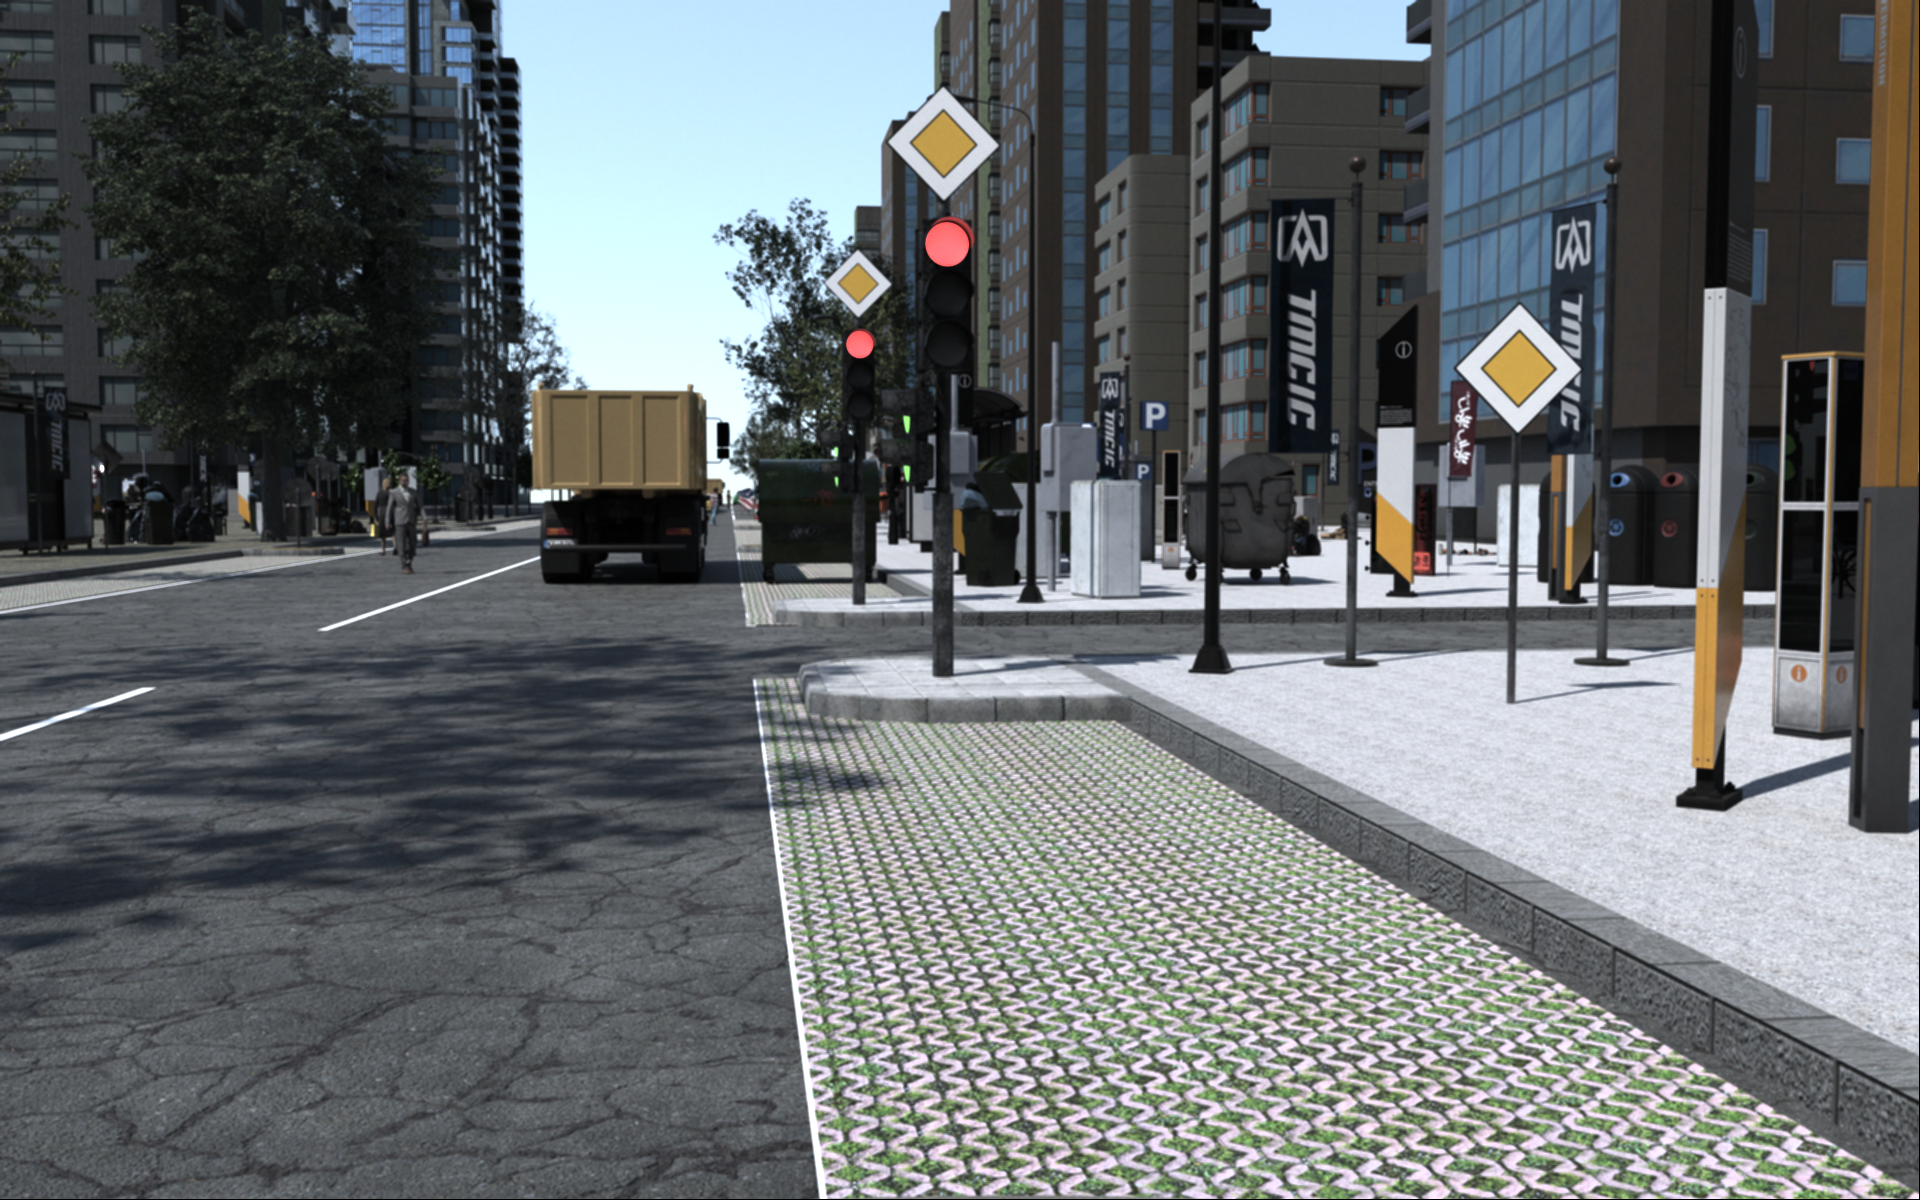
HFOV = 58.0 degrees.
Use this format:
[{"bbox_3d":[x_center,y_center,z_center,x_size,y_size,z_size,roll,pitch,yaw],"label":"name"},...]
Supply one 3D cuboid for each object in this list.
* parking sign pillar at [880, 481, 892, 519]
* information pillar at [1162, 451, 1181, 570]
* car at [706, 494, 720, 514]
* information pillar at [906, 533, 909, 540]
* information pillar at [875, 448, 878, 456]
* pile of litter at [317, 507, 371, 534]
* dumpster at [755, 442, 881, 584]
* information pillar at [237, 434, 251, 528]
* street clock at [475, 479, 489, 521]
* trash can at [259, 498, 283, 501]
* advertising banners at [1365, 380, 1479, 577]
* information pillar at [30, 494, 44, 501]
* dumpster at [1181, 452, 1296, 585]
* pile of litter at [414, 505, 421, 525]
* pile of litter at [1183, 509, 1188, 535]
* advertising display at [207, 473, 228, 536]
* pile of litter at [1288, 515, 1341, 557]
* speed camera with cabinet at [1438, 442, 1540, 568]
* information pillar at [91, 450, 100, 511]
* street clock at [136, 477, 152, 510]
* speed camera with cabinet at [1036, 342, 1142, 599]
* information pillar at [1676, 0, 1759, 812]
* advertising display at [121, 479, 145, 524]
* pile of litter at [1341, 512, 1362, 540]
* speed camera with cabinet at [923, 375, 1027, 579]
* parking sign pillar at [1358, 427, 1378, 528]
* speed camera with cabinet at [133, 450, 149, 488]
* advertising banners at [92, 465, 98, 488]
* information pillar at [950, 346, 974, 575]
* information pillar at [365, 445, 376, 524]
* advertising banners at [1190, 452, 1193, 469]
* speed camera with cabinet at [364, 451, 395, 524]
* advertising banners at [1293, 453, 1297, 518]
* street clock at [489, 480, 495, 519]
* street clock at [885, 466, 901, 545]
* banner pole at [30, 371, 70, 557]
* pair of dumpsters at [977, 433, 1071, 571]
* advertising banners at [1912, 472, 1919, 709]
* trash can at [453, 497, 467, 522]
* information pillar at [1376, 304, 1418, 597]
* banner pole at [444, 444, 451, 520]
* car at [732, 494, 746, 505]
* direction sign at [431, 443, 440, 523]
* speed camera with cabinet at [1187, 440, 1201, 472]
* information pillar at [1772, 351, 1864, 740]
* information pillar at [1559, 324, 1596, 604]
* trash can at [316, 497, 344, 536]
[{"bbox_3d":[-3.505,-6.148,88.990,1.447,3.967,1.447,0,4,5],"label":"parking sign pillar"},{"bbox_3d":[3.601,-1.530,29.508,0.304,2.012,0.304,0,4,8],"label":"information pillar"},{"bbox_3d":[-18.268,-6.999,124.652,2.015,1.641,3.980,0,4,-7],"label":"car"},{"bbox_3d":[-1.306,-2.673,48.188,0.304,2.012,0.304,1,4,18],"label":"information pillar"},{"bbox_3d":[-4.270,-5.870,87.336,0.183,3.616,0.504,-2,4,-24],"label":"information pillar"},{"bbox_3d":[-20.042,-2.583,56.202,1.719,0.858,1.176,-1,4,-13],"label":"pile of litter"},{"bbox_3d":[-2.288,-1.401,27.853,1.985,2.255,1.502,0,4,-7],"label":"dumpster"},{"bbox_3d":[-26.661,-4.476,64.533,0.504,3.616,0.183,1,4,11],"label":"information pillar"},{"bbox_3d":[-23.044,-4.807,83.166,0.358,2.002,0.471,2,4,30],"label":"street clock"},{"bbox_3d":[-22.741,-2.787,57.222,0.748,1.137,0.748,0,3,0],"label":"trash can"},{"bbox_3d":[7.244,-1.895,27.177,0.090,3.025,2.074,-3,5,-39],"label":"advertising banners"},{"bbox_3d":[-34.885,-4.528,65.384,0.504,3.616,0.183,-1,4,-16],"label":"information pillar"},{"bbox_3d":[4.013,-1.173,24.941,1.264,1.857,1.865,0,4,-7],"label":"dumpster"},{"bbox_3d":[-22.968,-3.543,71.886,1.176,0.858,1.719,-1,4,-13],"label":"pile of litter"},{"bbox_3d":[7.226,-2.467,54.294,1.176,0.858,1.719,-1,4,-20],"label":"pile of litter"},{"bbox_3d":[-22.986,-2.961,53.629,0.123,1.923,0.974,0,4,7],"label":"advertising display"},{"bbox_3d":[6.821,-1.348,36.006,1.719,0.858,1.176,-2,4,-32],"label":"pile of litter"},{"bbox_3d":[9.567,-2.222,30.659,2.038,3.252,0.660,2,4,34],"label":"speed camera with cabinet"},{"bbox_3d":[-44.152,-5.932,88.337,0.183,3.616,0.504,3,5,39],"label":"information pillar"},{"bbox_3d":[-33.975,-4.123,71.978,0.358,2.002,0.471,1,4,17],"label":"street clock"},{"bbox_3d":[1.646,-1.693,22.019,0.660,3.252,2.038,-1,4,-19],"label":"speed camera with cabinet"},{"bbox_3d":[3.157,-0.965,7.141,0.183,3.616,0.504,3,4,36],"label":"information pillar"},{"bbox_3d":[-35.643,-4.249,74.693,0.974,1.923,0.123,0,4,0],"label":"advertising display"},{"bbox_3d":[10.847,-2.167,49.395,1.176,0.858,1.719,1,4,10],"label":"pile of litter"},{"bbox_3d":[0.488,-1.942,26.092,2.038,3.252,0.660,-1,4,-22],"label":"speed camera with cabinet"},{"bbox_3d":[15.473,-4.707,65.434,1.447,3.967,1.447,1,4,18],"label":"parking sign pillar"},{"bbox_3d":[-36.693,-5.095,77.641,0.660,3.252,2.038,-1,4,-21],"label":"speed camera with cabinet"},{"bbox_3d":[-37.219,-4.716,73.287,2.074,3.025,0.090,1,4,19],"label":"advertising banners"},{"bbox_3d":[-0.005,-2.209,27.467,0.504,3.616,0.183,-1,4,-14],"label":"information pillar"},{"bbox_3d":[-25.055,-5.026,73.536,0.183,3.616,0.504,1,4,17],"label":"information pillar"},{"bbox_3d":[9.770,-4.626,71.828,0.090,3.025,2.074,0,4,-5],"label":"advertising banners"},{"bbox_3d":[-20.431,-4.111,61.558,0.660,3.252,2.038,1,4,8],"label":"speed camera with cabinet"},{"bbox_3d":[12.481,-4.183,64.581,0.090,3.025,2.074,1,4,15],"label":"advertising banners"},{"bbox_3d":[-24.221,-5.181,89.275,0.471,2.002,0.358,-2,4,-26],"label":"street clock"},{"bbox_3d":[-1.692,-2.411,43.991,0.358,2.002,0.471,2,4,25],"label":"street clock"},{"bbox_3d":[-18.641,-2.780,35.464,0.401,3.779,0.863,3,5,41],"label":"banner pole"},{"bbox_3d":[1.042,-1.661,29.644,1.574,2.255,4.437,0,4,-8],"label":"pair of dumpsters"},{"bbox_3d":[6.289,-0.851,10.108,2.074,3.025,0.090,1,4,15],"label":"advertising banners"},{"bbox_3d":[-22.702,-4.111,78.861,0.748,1.137,0.748,0,3,0],"label":"trash can"},{"bbox_3d":[5.457,-1.849,21.591,0.504,3.616,0.183,3,4,36],"label":"information pillar"},{"bbox_3d":[-25.767,-5.935,87.056,0.401,3.779,0.863,-1,4,-21],"label":"banner pole"},{"bbox_3d":[-27.194,-12.584,214.540,1.959,1.807,4.718,-1,4,-9],"label":"car"},{"bbox_3d":[-23.160,-5.163,76.414,0.379,3.537,0.876,-2,4,-35],"label":"direction sign"},{"bbox_3d":[9.491,-4.280,64.320,2.038,3.252,0.660,-1,4,-12],"label":"speed camera with cabinet"},{"bbox_3d":[4.544,-0.285,9.153,0.304,2.012,0.304,-2,4,-30],"label":"information pillar"},{"bbox_3d":[7.256,-1.768,20.266,0.504,3.616,0.183,-3,5,-43],"label":"information pillar"},{"bbox_3d":[-19.357,-2.535,53.099,0.748,1.137,0.748,0,3,0],"label":"trash can"}]
